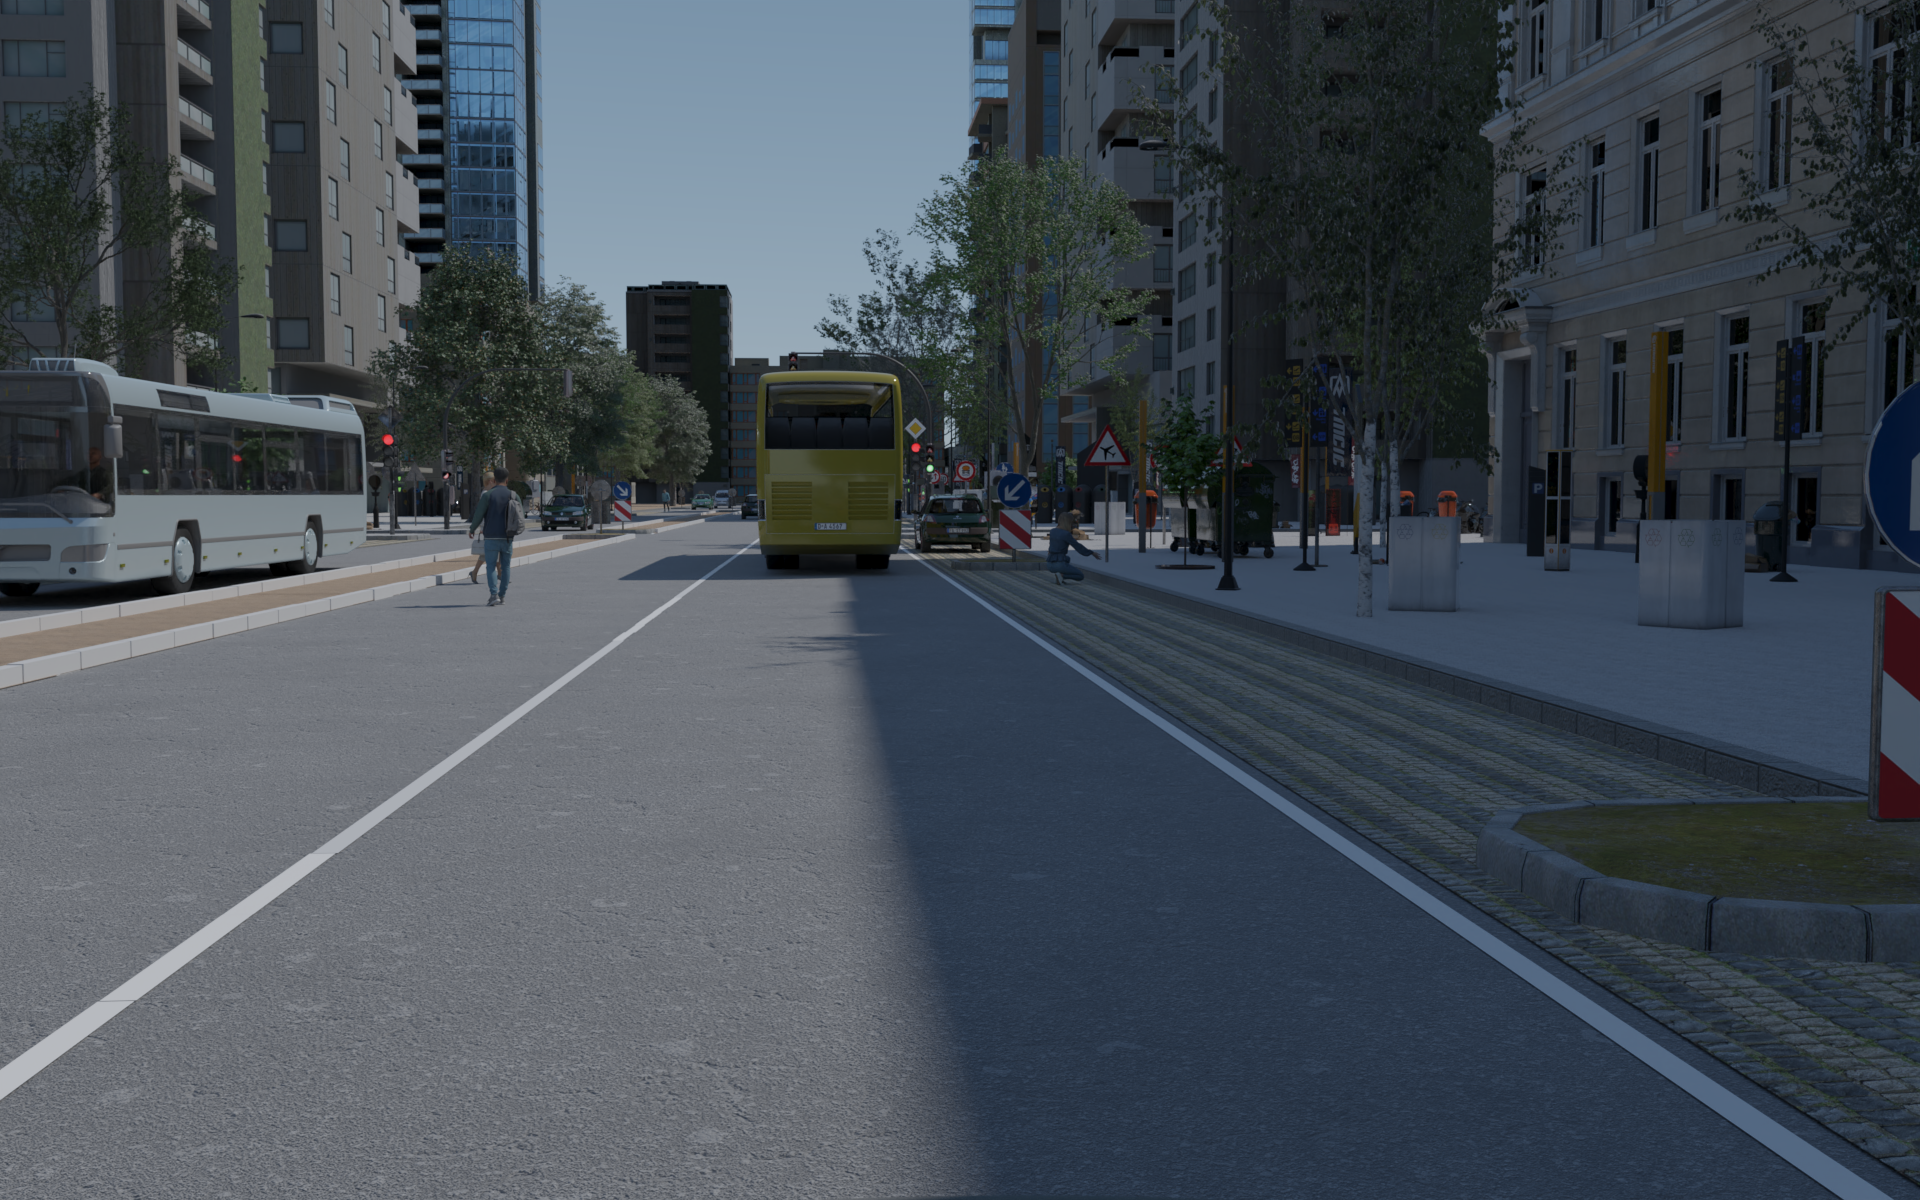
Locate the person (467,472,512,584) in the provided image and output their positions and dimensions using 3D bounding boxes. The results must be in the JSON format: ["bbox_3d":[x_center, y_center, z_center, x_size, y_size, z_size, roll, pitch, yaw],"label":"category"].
[{"bbox_3d":[-7.527,-1.150,27.660,0.624,1.780,0.694,1,4,9],"label":"person"}]

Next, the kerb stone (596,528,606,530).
[{"bbox_3d":[-13.314,-2.558,64.029,0.120,0.150,1.000,0,4,-5],"label":"kerb stone"}]

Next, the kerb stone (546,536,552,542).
[{"bbox_3d":[-12.282,-1.769,51.193,0.120,0.150,1.000,0,4,-5],"label":"kerb stone"}]

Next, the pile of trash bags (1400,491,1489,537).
[{"bbox_3d":[15.787,-2.852,56.375,3.447,1.369,1.912,-1,4,-12],"label":"pile of trash bags"}]

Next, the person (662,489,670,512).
[{"bbox_3d":[-23.270,-7.871,137.214,0.660,1.820,0.620,1,4,13],"label":"person"}]

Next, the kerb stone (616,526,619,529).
[{"bbox_3d":[-13.638,-2.803,68.109,0.120,0.150,1.000,0,4,-5],"label":"kerb stone"}]

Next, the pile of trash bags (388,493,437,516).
[{"bbox_3d":[-32.366,-5.725,103.363,3.447,1.369,1.912,-1,4,-9],"label":"pile of trash bags"}]

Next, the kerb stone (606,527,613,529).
[{"bbox_3d":[-13.468,-2.683,66.069,0.120,0.150,1.000,0,4,-5],"label":"kerb stone"}]

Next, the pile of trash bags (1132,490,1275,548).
[{"bbox_3d":[5.752,-1.954,41.693,3.447,1.369,1.912,-1,4,-20],"label":"pile of trash bags"}]

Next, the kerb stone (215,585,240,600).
[{"bbox_3d":[-10.086,-0.081,23.633,0.120,0.150,1.000,0,4,-5],"label":"kerb stone"}]

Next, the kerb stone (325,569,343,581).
[{"bbox_3d":[-10.487,-0.400,28.732,0.120,0.150,1.000,0,4,-5],"label":"kerb stone"}]

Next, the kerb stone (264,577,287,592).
[{"bbox_3d":[-10.239,-0.213,25.675,0.120,0.150,1.000,0,4,-5],"label":"kerb stone"}]

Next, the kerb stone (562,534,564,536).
[{"bbox_3d":[-12.529,-1.962,54.273,0.120,0.150,1.000,0,4,-5],"label":"kerb stone"}]

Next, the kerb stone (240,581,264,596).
[{"bbox_3d":[-10.164,-0.150,24.654,0.120,0.150,1.000,0,4,-5],"label":"kerb stone"}]

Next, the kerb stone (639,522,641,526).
[{"bbox_3d":[-14.289,-3.308,76.275,0.120,0.150,1.000,0,4,-5],"label":"kerb stone"}]

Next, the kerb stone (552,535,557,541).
[{"bbox_3d":[-12.368,-1.830,52.217,0.120,0.150,1.000,0,4,-5],"label":"kerb stone"}]

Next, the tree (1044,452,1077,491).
[{"bbox_3d":[8.173,-9.125,132.911,4.285,4.588,4.351,0,3,0],"label":"tree"}]

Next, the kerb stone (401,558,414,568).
[{"bbox_3d":[-10.894,-0.712,33.838,0.120,0.150,1.000,0,4,-5],"label":"kerb stone"}]

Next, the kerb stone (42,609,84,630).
[{"bbox_3d":[-9.673,0.227,18.524,0.120,0.150,1.000,0,4,-5],"label":"kerb stone"}]

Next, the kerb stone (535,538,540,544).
[{"bbox_3d":[-12.123,-1.647,49.156,0.120,0.150,1.000,0,4,-5],"label":"kerb stone"}]

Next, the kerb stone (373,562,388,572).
[{"bbox_3d":[-10.730,-0.575,31.794,0.120,0.150,1.000,0,4,-5],"label":"kerb stone"}]

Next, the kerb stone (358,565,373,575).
[{"bbox_3d":[-10.660,-0.523,30.774,0.120,0.150,1.000,0,4,-5],"label":"kerb stone"}]

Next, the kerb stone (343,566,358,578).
[{"bbox_3d":[-10.574,-0.462,29.750,0.120,0.150,1.000,0,4,-5],"label":"kerb stone"}]

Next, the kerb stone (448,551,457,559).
[{"bbox_3d":[-11.225,-0.962,37.920,0.120,0.150,1.000,0,4,-5],"label":"kerb stone"}]

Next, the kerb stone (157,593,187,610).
[{"bbox_3d":[-9.920,0.039,21.593,0.120,0.150,1.000,0,4,-5],"label":"kerb stone"}]

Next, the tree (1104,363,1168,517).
[{"bbox_3d":[9.800,-8.889,95.701,4.737,8.622,4.395,0,3,0],"label":"tree"}]

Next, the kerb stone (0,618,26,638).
[{"bbox_3d":[-9.589,0.287,17.505,0.120,0.150,1.000,0,4,-5],"label":"kerb stone"}]

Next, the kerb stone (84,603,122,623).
[{"bbox_3d":[-9.757,0.162,19.548,0.120,0.150,1.000,0,4,-5],"label":"kerb stone"}]

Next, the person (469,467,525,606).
[{"bbox_3d":[-5.950,-0.828,22.383,0.623,1.781,0.721,-3,5,-44],"label":"person"}]

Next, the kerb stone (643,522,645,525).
[{"bbox_3d":[-14.450,-3.430,78.313,0.120,0.150,1.000,0,4,-5],"label":"kerb stone"}]

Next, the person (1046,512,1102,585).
[{"bbox_3d":[1.642,-0.821,27.424,0.738,1.151,1.012,-3,4,-38],"label":"person"}]

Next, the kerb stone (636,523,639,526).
[{"bbox_3d":[-14.193,-3.245,75.257,0.120,0.150,1.000,0,4,-5],"label":"kerb stone"}]

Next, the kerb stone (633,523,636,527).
[{"bbox_3d":[-14.128,-3.183,74.235,0.120,0.150,1.000,0,4,-5],"label":"kerb stone"}]

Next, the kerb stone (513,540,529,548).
[{"bbox_3d":[-11.951,-1.524,47.112,0.120,0.150,1.000,0,4,-5],"label":"kerb stone"}]

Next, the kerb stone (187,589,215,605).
[{"bbox_3d":[-10.000,-0.026,22.613,0.120,0.150,1.000,0,4,-5],"label":"kerb stone"}]

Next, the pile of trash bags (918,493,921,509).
[{"bbox_3d":[-2.949,-7.606,134.116,1.912,1.369,3.447,0,4,-4],"label":"pile of trash bags"}]

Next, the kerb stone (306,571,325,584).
[{"bbox_3d":[-10.403,-0.337,27.712,0.120,0.150,1.000,0,4,-5],"label":"kerb stone"}]

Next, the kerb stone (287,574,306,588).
[{"bbox_3d":[-10.325,-0.275,26.693,0.120,0.150,1.000,0,4,-5],"label":"kerb stone"}]

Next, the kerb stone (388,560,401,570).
[{"bbox_3d":[-10.818,-0.650,32.816,0.120,0.150,1.000,0,4,-5],"label":"kerb stone"}]

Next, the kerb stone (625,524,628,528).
[{"bbox_3d":[-13.878,-2.996,71.174,0.120,0.150,1.000,0,4,-5],"label":"kerb stone"}]

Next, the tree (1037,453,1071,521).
[{"bbox_3d":[4.467,-5.310,81.419,1.663,3.219,1.824,0,3,0],"label":"tree"}]

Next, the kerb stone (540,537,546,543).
[{"bbox_3d":[-12.198,-1.708,50.175,0.120,0.150,1.000,0,4,-5],"label":"kerb stone"}]

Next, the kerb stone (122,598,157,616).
[{"bbox_3d":[-9.830,0.099,20.572,0.120,0.150,1.000,0,4,-5],"label":"kerb stone"}]

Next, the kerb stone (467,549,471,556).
[{"bbox_3d":[-11.387,-1.086,39.958,0.120,0.150,1.000,0,4,-5],"label":"kerb stone"}]

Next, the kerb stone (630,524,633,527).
[{"bbox_3d":[-14.045,-3.121,73.216,0.120,0.150,1.000,0,4,-5],"label":"kerb stone"}]

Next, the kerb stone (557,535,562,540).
[{"bbox_3d":[-12.443,-1.892,53.236,0.120,0.150,1.000,0,4,-5],"label":"kerb stone"}]

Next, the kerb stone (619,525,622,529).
[{"bbox_3d":[-13.723,-2.871,69.129,0.120,0.150,1.000,0,4,-5],"label":"kerb stone"}]

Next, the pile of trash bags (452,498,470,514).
[{"bbox_3d":[-33.320,-6.375,113.982,1.912,1.369,3.447,-2,4,-35],"label":"pile of trash bags"}]

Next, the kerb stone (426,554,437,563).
[{"bbox_3d":[-11.062,-0.837,35.875,0.120,0.150,1.000,0,4,-5],"label":"kerb stone"}]

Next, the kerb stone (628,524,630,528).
[{"bbox_3d":[-13.966,-3.058,72.195,0.120,0.150,1.000,0,4,-5],"label":"kerb stone"}]

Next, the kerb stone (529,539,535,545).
[{"bbox_3d":[-12.036,-1.586,48.131,0.120,0.150,1.000,0,4,-5],"label":"kerb stone"}]

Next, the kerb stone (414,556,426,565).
[{"bbox_3d":[-10.972,-0.772,34.857,0.120,0.150,1.000,0,4,-5],"label":"kerb stone"}]

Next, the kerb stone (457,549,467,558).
[{"bbox_3d":[-11.303,-1.022,38.939,0.120,0.150,1.000,0,4,-5],"label":"kerb stone"}]

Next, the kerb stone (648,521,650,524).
[{"bbox_3d":[-14.613,-3.557,80.358,0.120,0.150,1.000,0,4,-5],"label":"kerb stone"}]

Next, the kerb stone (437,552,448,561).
[{"bbox_3d":[-11.140,-0.899,36.899,0.120,0.150,1.000,0,4,-5],"label":"kerb stone"}]

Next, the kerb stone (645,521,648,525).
[{"bbox_3d":[-14.534,-3.494,79.333,0.120,0.150,1.000,0,4,-5],"label":"kerb stone"}]

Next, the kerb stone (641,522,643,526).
[{"bbox_3d":[-14.360,-3.370,77.295,0.120,0.150,1.000,0,4,-5],"label":"kerb stone"}]

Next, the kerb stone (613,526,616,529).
[{"bbox_3d":[-13.556,-2.746,67.087,0.120,0.150,1.000,0,4,-5],"label":"kerb stone"}]
